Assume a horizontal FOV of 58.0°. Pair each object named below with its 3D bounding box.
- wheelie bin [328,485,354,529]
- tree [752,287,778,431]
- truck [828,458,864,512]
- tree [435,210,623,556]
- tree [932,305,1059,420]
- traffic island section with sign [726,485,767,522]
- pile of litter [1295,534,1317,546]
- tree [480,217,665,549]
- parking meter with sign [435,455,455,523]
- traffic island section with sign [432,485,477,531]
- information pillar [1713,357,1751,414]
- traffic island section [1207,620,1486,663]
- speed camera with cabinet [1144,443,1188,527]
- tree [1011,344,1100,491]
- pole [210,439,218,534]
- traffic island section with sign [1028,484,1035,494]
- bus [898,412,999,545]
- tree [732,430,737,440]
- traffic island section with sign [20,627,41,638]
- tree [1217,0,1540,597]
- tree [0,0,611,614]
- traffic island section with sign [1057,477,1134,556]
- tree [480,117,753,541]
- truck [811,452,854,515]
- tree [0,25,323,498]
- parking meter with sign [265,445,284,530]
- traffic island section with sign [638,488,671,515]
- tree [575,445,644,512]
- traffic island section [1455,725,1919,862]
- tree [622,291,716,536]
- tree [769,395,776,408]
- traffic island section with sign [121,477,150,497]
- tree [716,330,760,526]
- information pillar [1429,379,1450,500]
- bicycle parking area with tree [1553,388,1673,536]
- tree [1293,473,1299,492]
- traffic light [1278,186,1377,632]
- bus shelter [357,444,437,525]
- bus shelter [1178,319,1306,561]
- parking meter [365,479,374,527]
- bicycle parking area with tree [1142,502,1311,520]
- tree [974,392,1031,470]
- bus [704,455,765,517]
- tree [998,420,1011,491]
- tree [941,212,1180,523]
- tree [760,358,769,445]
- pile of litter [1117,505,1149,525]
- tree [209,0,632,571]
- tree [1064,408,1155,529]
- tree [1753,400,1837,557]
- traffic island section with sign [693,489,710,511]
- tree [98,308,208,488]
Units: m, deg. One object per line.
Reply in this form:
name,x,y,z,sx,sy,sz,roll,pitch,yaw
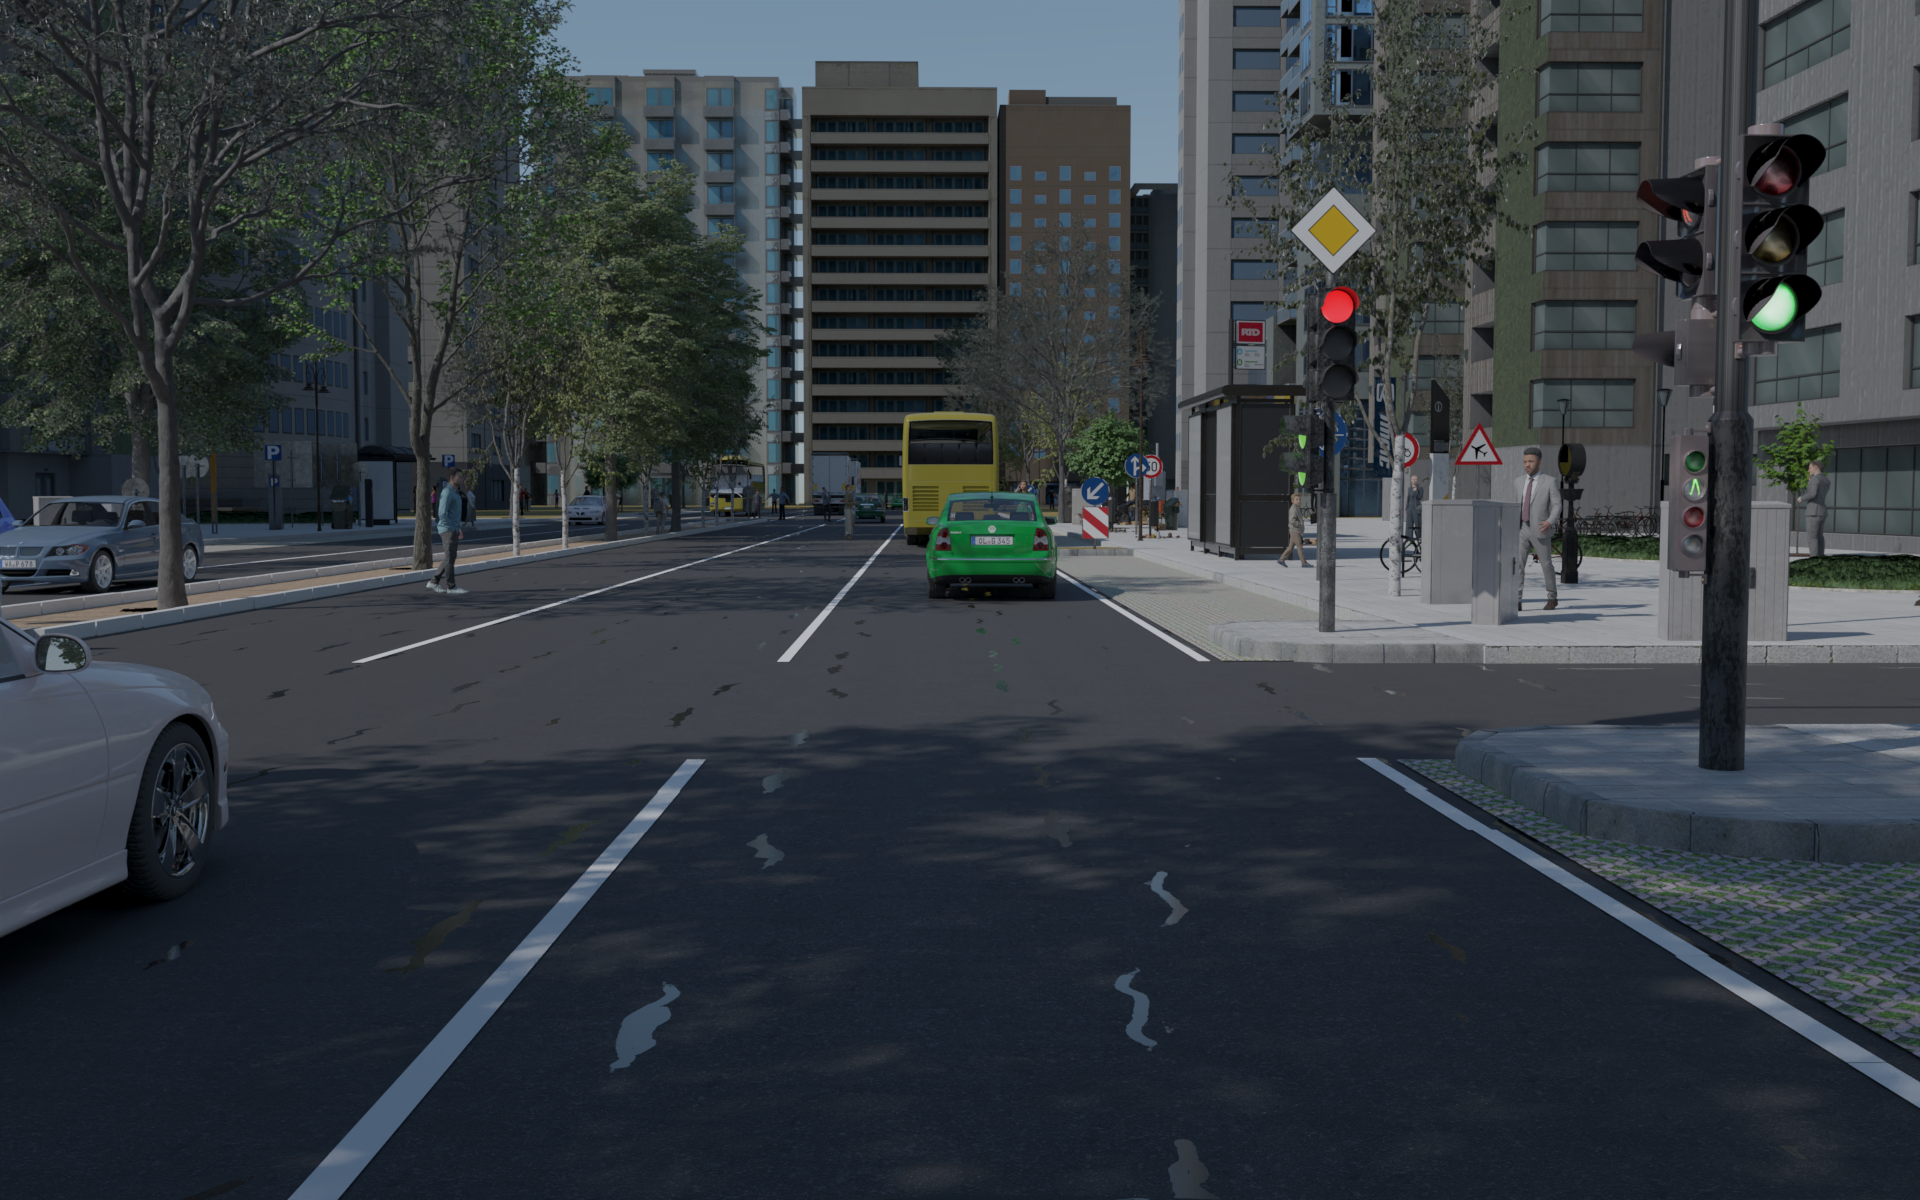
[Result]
wheelie bin,-22.544,-3.379,63.154,0.980,1.594,0.693,0,4,6
tree,-10.723,-8.816,64.725,7.486,12.596,7.792,0,3,0
truck,-9.393,-9.288,140.768,2.839,4.237,11.283,0,4,-1
tree,-10.289,-5.338,40.097,4.360,8.622,3.978,0,3,0
tree,4.042,-19.053,167.413,12.611,20.169,13.585,0,3,0
traffic island section with sign,-11.140,-5.048,90.669,2.006,1.907,1.989,0,4,-1
pile of litter,8.541,-1.816,43.661,1.176,0.858,1.719,0,4,4
tree,-10.257,-5.622,44.738,4.737,8.622,4.395,0,3,0
parking meter with sign,-22.987,-4.943,77.080,0.543,3.016,1.738,-2,4,-33
traffic island section with sign,-19.906,-3.587,67.271,1.989,1.847,2.006,0,4,-1
information pillar,7.270,-1.527,16.316,0.504,3.616,0.183,-2,4,-35
traffic island section,3.436,0.377,16.120,2.009,0.180,2.903,0,4,-1
speed camera with cabinet,8.179,-4.489,67.728,2.038,3.252,0.660,-2,4,-27
tree,5.125,-8.259,85.389,4.737,8.622,4.395,0,3,0
pole,-24.069,-3.792,55.850,0.158,3.312,0.155,0,3,0
traffic island section with sign,2.496,-3.657,68.414,1.989,1.847,2.006,0,4,-1
bus,-0.416,-3.659,51.380,2.896,3.916,12.252,0,4,-2
tree,-24.748,-14.950,154.801,12.009,13.543,11.850,0,3,0
traffic island section with sign,-9.772,-0.453,15.542,2.006,1.907,1.989,0,4,-1
tree,5.428,-4.365,21.723,4.360,8.622,3.978,0,3,0
tree,-9.532,-6.585,20.495,12.009,13.543,11.850,0,3,0
traffic island section with sign,2.997,-1.962,40.715,1.989,1.847,2.006,0,4,-1
tree,-10.712,-8.076,52.634,7.486,12.596,7.792,0,3,0
truck,-8.984,-8.142,122.035,2.839,4.237,11.283,0,4,-2
tree,-22.661,-8.638,47.888,9.857,13.997,8.962,0,3,0
parking meter with sign,-24.555,-4.029,62.141,0.543,3.016,1.738,-1,4,-18
traffic island section with sign,-20.838,-6.711,118.348,1.989,1.847,2.006,0,4,-1
tree,-24.266,-8.578,123.967,4.285,4.588,4.351,0,3,0
traffic island section,3.581,0.865,8.136,2.009,0.180,2.903,0,4,-1
tree,-10.656,-6.480,58.768,4.360,8.622,3.978,0,3,0
tree,-10.660,-7.839,80.988,4.360,8.622,3.978,0,3,0
traffic island section with sign,-19.421,-1.938,40.320,1.989,1.847,2.006,0,4,-1
tree,-10.617,-7.259,71.497,4.360,8.622,3.978,0,3,0
information pillar,9.788,-2.694,35.409,0.504,3.616,0.183,-2,4,-33
bicycle parking area with tree,18.837,-3.838,49.759,9.016,4.147,8.231,0,4,3
tree,12.856,-4.588,69.616,1.663,3.219,1.824,0,3,0
traffic light,3.396,-1.657,16.005,0.839,4.253,0.868,0,4,-1
bus shelter,-23.949,-4.859,73.373,2.014,3.302,5.546,0,4,-1
bus shelter,6.015,-3.660,37.470,2.179,5.291,8.768,0,4,-1
parking meter,-22.774,-3.733,66.746,0.255,1.863,0.399,-1,4,-12
bicycle parking area with tree,13.213,-6.129,87.218,9.016,4.147,8.231,0,4,8
tree,2.750,-13.293,151.748,7.601,10.594,8.767,0,4,1
bus,-14.518,-7.443,113.246,2.896,3.916,12.252,0,4,-1
tree,4.057,-10.560,123.022,4.737,8.622,4.395,0,3,0
tree,4.502,-10.128,75.958,12.009,13.543,11.850,0,3,0
tree,-10.742,-7.557,76.369,4.360,8.622,3.978,0,3,0
pile of litter,7.302,-3.528,71.650,1.719,0.858,1.176,0,4,-1
tree,-10.000,-6.356,32.130,9.928,11.665,9.643,0,3,0
tree,5.684,-4.932,64.356,4.285,4.588,4.351,0,3,0
tree,17.148,-2.513,35.693,1.663,3.219,1.824,0,3,0
traffic island section with sign,-21.337,-8.381,145.661,1.989,1.847,2.006,0,4,-1
tree,-29.892,-6.990,64.648,4.737,8.622,4.395,0,3,0
